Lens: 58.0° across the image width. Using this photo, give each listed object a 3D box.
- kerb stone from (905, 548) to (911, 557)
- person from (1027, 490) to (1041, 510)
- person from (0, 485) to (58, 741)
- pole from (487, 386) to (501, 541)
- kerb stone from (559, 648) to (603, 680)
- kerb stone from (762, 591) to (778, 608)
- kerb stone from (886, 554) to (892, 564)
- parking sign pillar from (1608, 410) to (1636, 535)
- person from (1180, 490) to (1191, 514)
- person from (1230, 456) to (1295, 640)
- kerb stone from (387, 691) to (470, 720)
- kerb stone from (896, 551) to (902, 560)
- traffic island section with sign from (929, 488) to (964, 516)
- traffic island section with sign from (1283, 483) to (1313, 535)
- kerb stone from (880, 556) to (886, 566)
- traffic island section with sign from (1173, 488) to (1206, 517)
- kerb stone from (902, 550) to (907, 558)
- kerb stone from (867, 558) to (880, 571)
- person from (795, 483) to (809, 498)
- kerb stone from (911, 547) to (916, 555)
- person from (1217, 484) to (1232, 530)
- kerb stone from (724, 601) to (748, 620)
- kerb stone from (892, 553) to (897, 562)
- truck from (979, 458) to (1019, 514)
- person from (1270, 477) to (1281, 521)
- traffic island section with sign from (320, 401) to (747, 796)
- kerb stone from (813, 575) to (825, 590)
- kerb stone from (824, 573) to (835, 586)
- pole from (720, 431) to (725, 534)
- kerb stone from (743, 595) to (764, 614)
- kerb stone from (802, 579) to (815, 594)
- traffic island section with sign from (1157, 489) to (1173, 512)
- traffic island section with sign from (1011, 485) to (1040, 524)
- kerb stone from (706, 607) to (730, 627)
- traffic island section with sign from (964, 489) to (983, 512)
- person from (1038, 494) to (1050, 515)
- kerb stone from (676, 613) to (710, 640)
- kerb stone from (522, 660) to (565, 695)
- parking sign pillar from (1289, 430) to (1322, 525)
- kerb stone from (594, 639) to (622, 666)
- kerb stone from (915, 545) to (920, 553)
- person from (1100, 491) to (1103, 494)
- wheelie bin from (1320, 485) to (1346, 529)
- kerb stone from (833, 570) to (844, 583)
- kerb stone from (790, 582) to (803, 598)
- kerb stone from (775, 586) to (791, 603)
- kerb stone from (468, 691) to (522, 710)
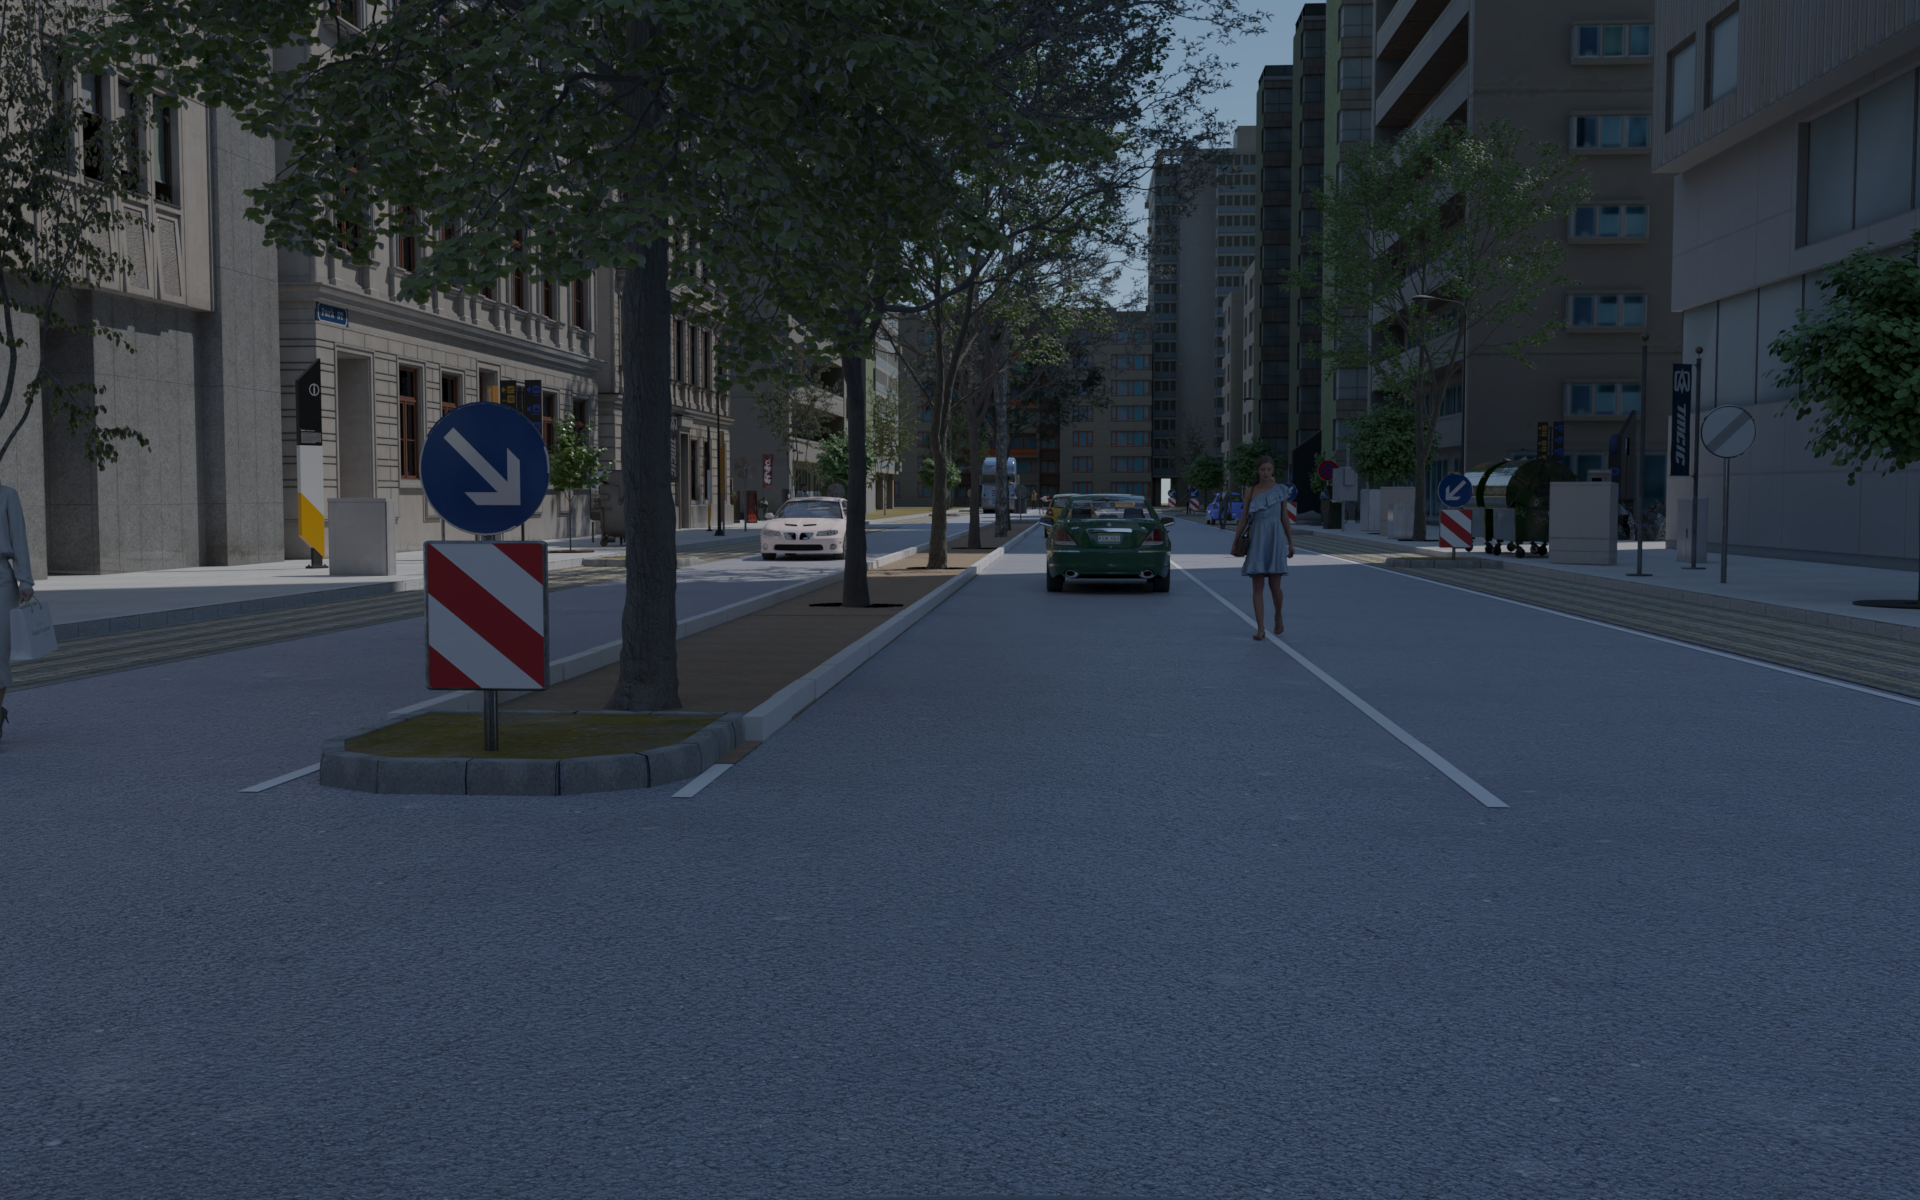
[{"bbox_3d":[-1.266,-1.043,39.256,0.120,0.150,1.000,0,4,4],"label":"kerb stone"},{"bbox_3d":[6.789,-9.195,158.926,1.348,1.812,0.705,0,4,-1],"label":"person"},{"bbox_3d":[-5.443,-0.054,9.734,0.694,1.780,0.624,0,4,5],"label":"person"},{"bbox_3d":[-8.823,-2.383,32.800,0.158,3.312,0.155,0,3,0],"label":"pole"},{"bbox_3d":[-3.043,0.522,13.727,0.120,0.150,1.000,0,4,4],"label":"kerb stone"},{"bbox_3d":[-2.478,0.018,21.900,0.120,0.150,1.000,0,4,4],"label":"kerb stone"},{"bbox_3d":[-1.556,-0.793,35.170,0.120,0.150,1.000,0,4,4],"label":"kerb stone"},{"bbox_3d":[21.094,-4.082,55.219,1.447,3.967,1.447,3,5,40],"label":"parking sign pillar"},{"bbox_3d":[15.346,-6.565,116.560,1.217,1.735,0.721,-2,4,-27],"label":"person"},{"bbox_3d":[3.019,-0.530,17.258,0.616,1.811,0.778,1,4,22],"label":"person"},{"bbox_3d":[-3.261,0.707,10.641,0.120,0.150,1.000,0,4,4],"label":"kerb stone"},{"bbox_3d":[-1.411,-0.919,37.215,0.120,0.150,1.000,0,4,4],"label":"kerb stone"},{"bbox_3d":[-0.957,-6.296,111.562,1.989,1.847,2.006,0,4,4],"label":"traffic island section with sign"},{"bbox_3d":[11.322,-3.199,60.928,1.989,1.847,2.006,0,4,4],"label":"traffic island section with sign"},{"bbox_3d":[-1.627,-0.728,34.151,0.120,0.150,1.000,0,4,4],"label":"kerb stone"},{"bbox_3d":[14.773,-6.226,110.429,1.989,1.847,2.006,0,4,4],"label":"traffic island section with sign"},{"bbox_3d":[-1.341,-0.978,38.235,0.120,0.150,1.000,0,4,4],"label":"kerb stone"},{"bbox_3d":[-1.698,-0.665,33.131,0.120,0.150,1.000,0,4,4],"label":"kerb stone"},{"bbox_3d":[-5.271,-3.011,58.006,0.850,1.792,0.678,3,4,38],"label":"person"},{"bbox_3d":[-1.198,-1.106,40.285,0.120,0.150,1.000,0,4,4],"label":"kerb stone"},{"bbox_3d":[10.624,-3.737,69.567,0.622,1.834,0.822,1,4,19],"label":"person"},{"bbox_3d":[-2.621,0.143,19.857,0.120,0.150,1.000,0,4,4],"label":"kerb stone"},{"bbox_3d":[-1.483,-0.856,36.196,0.120,0.150,1.000,0,4,4],"label":"kerb stone"},{"bbox_3d":[3.303,-8.807,133.756,2.967,4.110,18.799,0,4,3],"label":"truck"},{"bbox_3d":[7.135,-1.907,39.704,0.581,1.822,0.654,2,4,24],"label":"person"},{"bbox_3d":[-2.293,-0.064,9.178,2.006,1.907,1.989,0,4,4],"label":"traffic island section with sign"},{"bbox_3d":[-2.193,-0.231,25.980,0.120,0.150,1.000,0,4,4],"label":"kerb stone"},{"bbox_3d":[-2.125,-0.294,27.000,0.120,0.150,1.000,0,4,4],"label":"kerb stone"},{"bbox_3d":[-7.706,-3.801,55.992,0.158,3.312,0.155,0,3,0],"label":"pole"},{"bbox_3d":[-2.550,0.081,20.878,0.120,0.150,1.000,0,4,4],"label":"kerb stone"},{"bbox_3d":[-2.261,-0.169,24.960,0.120,0.150,1.000,0,4,4],"label":"kerb stone"},{"bbox_3d":[16.649,-7.871,137.319,1.989,1.847,2.006,0,4,4],"label":"traffic island section with sign"},{"bbox_3d":[2.920,-4.648,84.136,2.006,1.907,1.989,0,4,4],"label":"traffic island section with sign"},{"bbox_3d":[-2.696,0.210,18.838,0.120,0.150,1.000,0,4,4],"label":"kerb stone"},{"bbox_3d":[0.960,-7.975,139.019,1.989,1.847,2.006,0,4,4],"label":"traffic island section with sign"},{"bbox_3d":[5.839,-6.637,120.198,0.799,1.438,0.628,-2,4,-33],"label":"person"},{"bbox_3d":[-2.763,0.268,17.817,0.120,0.150,1.000,0,4,4],"label":"kerb stone"},{"bbox_3d":[-3.123,0.581,12.698,0.120,0.150,1.000,0,4,4],"label":"kerb stone"},{"bbox_3d":[14.490,-5.155,72.763,1.447,3.967,1.447,-1,4,-14],"label":"parking sign pillar"},{"bbox_3d":[-2.977,0.455,14.753,0.120,0.150,1.000,0,4,4],"label":"kerb stone"},{"bbox_3d":[-1.130,-1.169,41.305,0.120,0.150,1.000,0,4,4],"label":"kerb stone"},{"bbox_3d":[12.623,-8.966,155.915,0.721,1.723,1.217,-1,4,-22],"label":"person"},{"bbox_3d":[13.630,-3.400,63.490,0.980,1.594,0.693,-1,4,-17],"label":"wheelie bin"},{"bbox_3d":[-2.049,-0.351,28.023,0.120,0.150,1.000,0,4,4],"label":"kerb stone"},{"bbox_3d":[-2.341,-0.107,23.941,0.120,0.150,1.000,0,4,4],"label":"kerb stone"},{"bbox_3d":[-2.411,-0.044,22.921,0.120,0.150,1.000,0,4,4],"label":"kerb stone"},{"bbox_3d":[-3.190,0.644,11.672,0.120,0.150,1.000,0,4,4],"label":"kerb stone"}]
